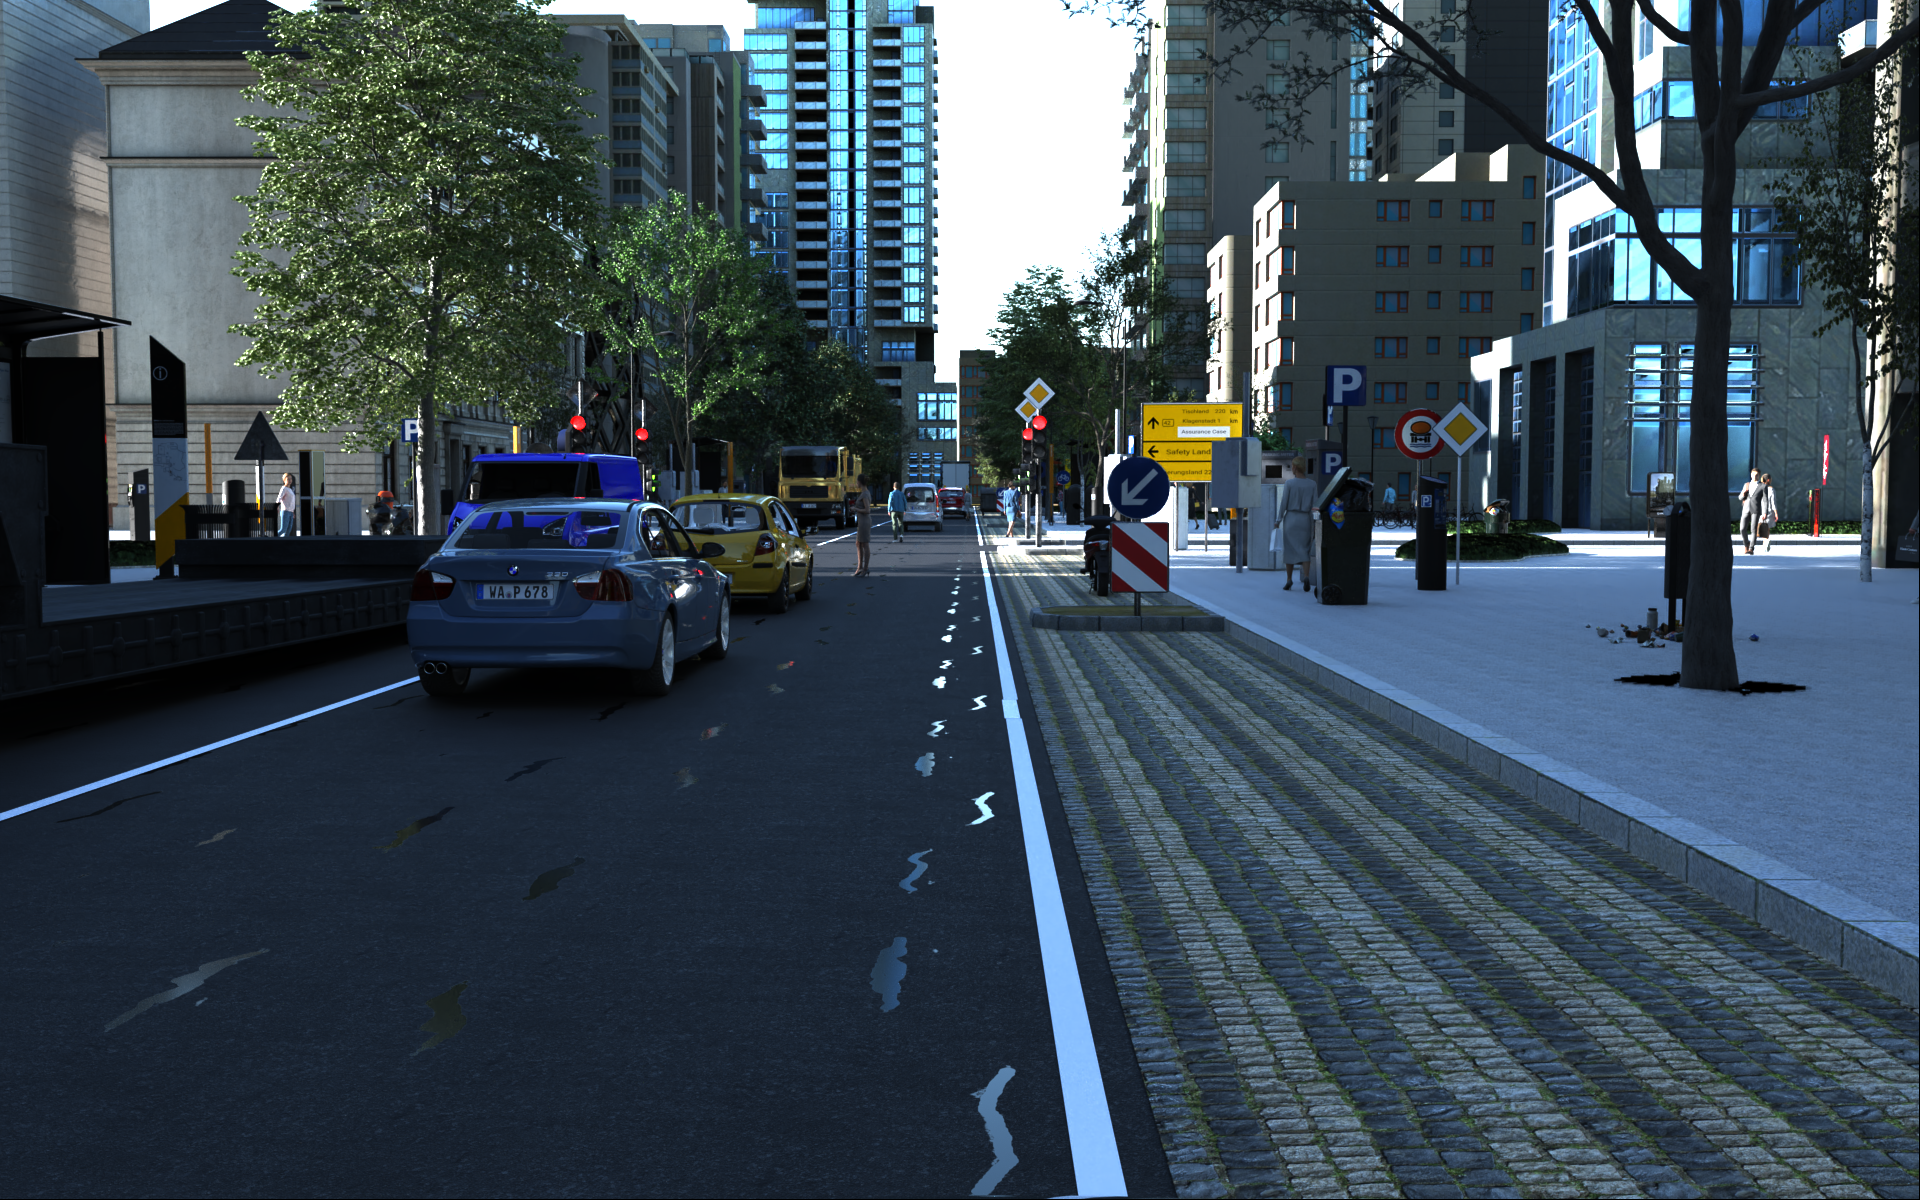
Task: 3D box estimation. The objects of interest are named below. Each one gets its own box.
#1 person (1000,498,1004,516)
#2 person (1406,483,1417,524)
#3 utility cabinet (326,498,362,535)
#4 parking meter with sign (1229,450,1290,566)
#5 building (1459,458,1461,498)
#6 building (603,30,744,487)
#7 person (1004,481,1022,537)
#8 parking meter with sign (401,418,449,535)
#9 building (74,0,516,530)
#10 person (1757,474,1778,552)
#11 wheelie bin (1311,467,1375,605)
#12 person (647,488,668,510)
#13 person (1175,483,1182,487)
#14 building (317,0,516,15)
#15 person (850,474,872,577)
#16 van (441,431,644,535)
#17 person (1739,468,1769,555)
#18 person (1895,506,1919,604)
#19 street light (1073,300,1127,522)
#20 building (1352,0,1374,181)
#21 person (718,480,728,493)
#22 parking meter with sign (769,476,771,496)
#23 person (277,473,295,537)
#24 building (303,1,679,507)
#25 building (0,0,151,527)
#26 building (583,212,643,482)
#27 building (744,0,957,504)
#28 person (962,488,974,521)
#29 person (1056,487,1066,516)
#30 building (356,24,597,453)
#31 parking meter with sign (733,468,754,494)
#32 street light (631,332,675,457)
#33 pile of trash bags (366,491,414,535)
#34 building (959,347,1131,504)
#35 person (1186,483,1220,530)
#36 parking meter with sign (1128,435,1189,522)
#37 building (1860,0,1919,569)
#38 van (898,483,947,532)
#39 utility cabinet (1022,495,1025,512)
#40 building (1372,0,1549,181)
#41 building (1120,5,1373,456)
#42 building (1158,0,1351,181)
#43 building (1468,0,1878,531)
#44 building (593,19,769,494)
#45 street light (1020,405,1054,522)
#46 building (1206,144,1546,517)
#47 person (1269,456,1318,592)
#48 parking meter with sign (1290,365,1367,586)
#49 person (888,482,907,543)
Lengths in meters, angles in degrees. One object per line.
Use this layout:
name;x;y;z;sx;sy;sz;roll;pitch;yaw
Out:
person;2.853;-6.373;112.505;0.655;1.846;0.447;2;4;35
person;18.823;-3.962;71.577;0.760;1.731;0.466;2;4;24
utility cabinet;-10.689;-1.134;29.704;1.020;1.237;0.306;2;4;35
parking meter with sign;5.670;-2.106;30.691;1.738;3.016;0.543;1;4;22
building;66.855;-27.760;225.572;14.107;30.474;14.160;0;4;0
building;-27.474;-28.871;155.631;14.154;41.232;14.086;0;4;0
person;1.523;-2.682;52.377;0.581;1.822;0.654;3;5;45
parking meter with sign;-12.522;-2.721;40.749;0.543;3.016;1.738;0;4;4
building;-25.161;-12.540;69.652;10.561;19.102;19.286;0;4;0
person;17.776;-1.919;38.166;0.466;1.731;0.760;0;4;3
wheelie bin;4.494;-0.757;20.277;0.693;1.594;0.980;0;4;4
person;-11.715;-3.741;67.427;1.509;1.804;0.699;3;5;42
person;6.847;-2.889;53.626;0.444;1.785;0.601;2;4;34
building;-70.947;-48.334;228.506;20.611;71.187;20.563;0;4;0
person;-1.709;-1.288;29.895;0.374;1.781;0.599;0;4;-5
van;-6.010;-1.290;25.477;2.240;2.365;5.245;0;4;1
person;16.795;-1.874;36.654;0.622;1.834;0.822;2;4;35
person;11.181;-0.834;19.869;0.709;1.800;0.728;-2;4;-24
street light;3.417;-4.225;41.626;1.470;5.913;1.316;0;4;0
building;44.328;-55.983;227.998;31.000;86.520;22.319;0;4;0
person;-9.334;-3.860;69.003;0.661;1.843;0.795;0;4;-3
parking meter with sign;-9.602;-6.043;95.062;1.738;3.016;0.543;-1;4;-9
person;-14.895;-1.910;37.943;0.598;1.740;0.731;-1;4;-13
building;-36.319;-27.205;136.689;32.217;40.220;23.993;0;4;0
building;-47.792;-17.619;65.569;29.804;29.767;11.434;0;4;0
building;-28.581;-14.700;107.794;16.820;18.784;16.811;0;4;0
building;-15.908;-55.974;227.851;31.000;86.520;22.319;0;4;0
person;0.394;-5.115;92.475;0.624;1.780;0.694;-3;5;-43
person;5.987;-5.830;102.200;0.643;1.720;0.563;0;4;-1
building;-26.255;-15.916;89.104;11.050;23.489;19.941;0;4;0
parking meter with sign;-12.072;-6.018;94.660;1.738;3.016;0.543;1;4;16
street light;-8.835;-4.716;49.648;1.470;5.913;1.316;0;4;0
pile of trash bags;-16.402;-2.502;50.665;1.912;1.369;3.447;-2;4;-35
building;14.399;-23.733;233.068;28.899;21.520;27.650;0;4;0
person;8.605;-3.450;62.666;0.699;1.804;1.509;-3;5;-42
parking meter with sign;5.934;-3.388;51.661;1.738;3.016;0.543;-1;4;-11
building;26.526;-24.156;18.653;21.300;48.544;21.600;0;4;0
van;-1.523;-3.699;67.496;2.013;2.044;4.112;0;4;1
utility cabinet;4.572;-6.818;122.633;0.306;1.237;1.020;1;4;11
building;53.162;-45.280;178.572;20.611;71.187;20.563;0;4;0
building;27.894;-33.902;173.914;23.786;49.044;30.456;0;4;0
building;22.426;-27.739;137.132;14.154;41.232;14.086;0;4;0
building;37.986;-46.259;69.011;31.000;86.520;22.319;0;4;0
building;-35.497;-34.161;178.136;30.456;49.044;23.786;0;4;0
street light;3.592;-6.478;78.454;1.470;5.913;1.316;0;4;0
building;31.511;-16.226;110.327;27.650;21.520;28.899;0;4;0
person;4.444;-1.008;22.881;0.694;1.780;0.624;1;4;11
parking meter with sign;5.169;-1.719;24.359;0.543;3.016;1.738;0;4;-4
person;-1.841;-2.578;50.990;0.601;1.785;0.444;-1;4;-15
